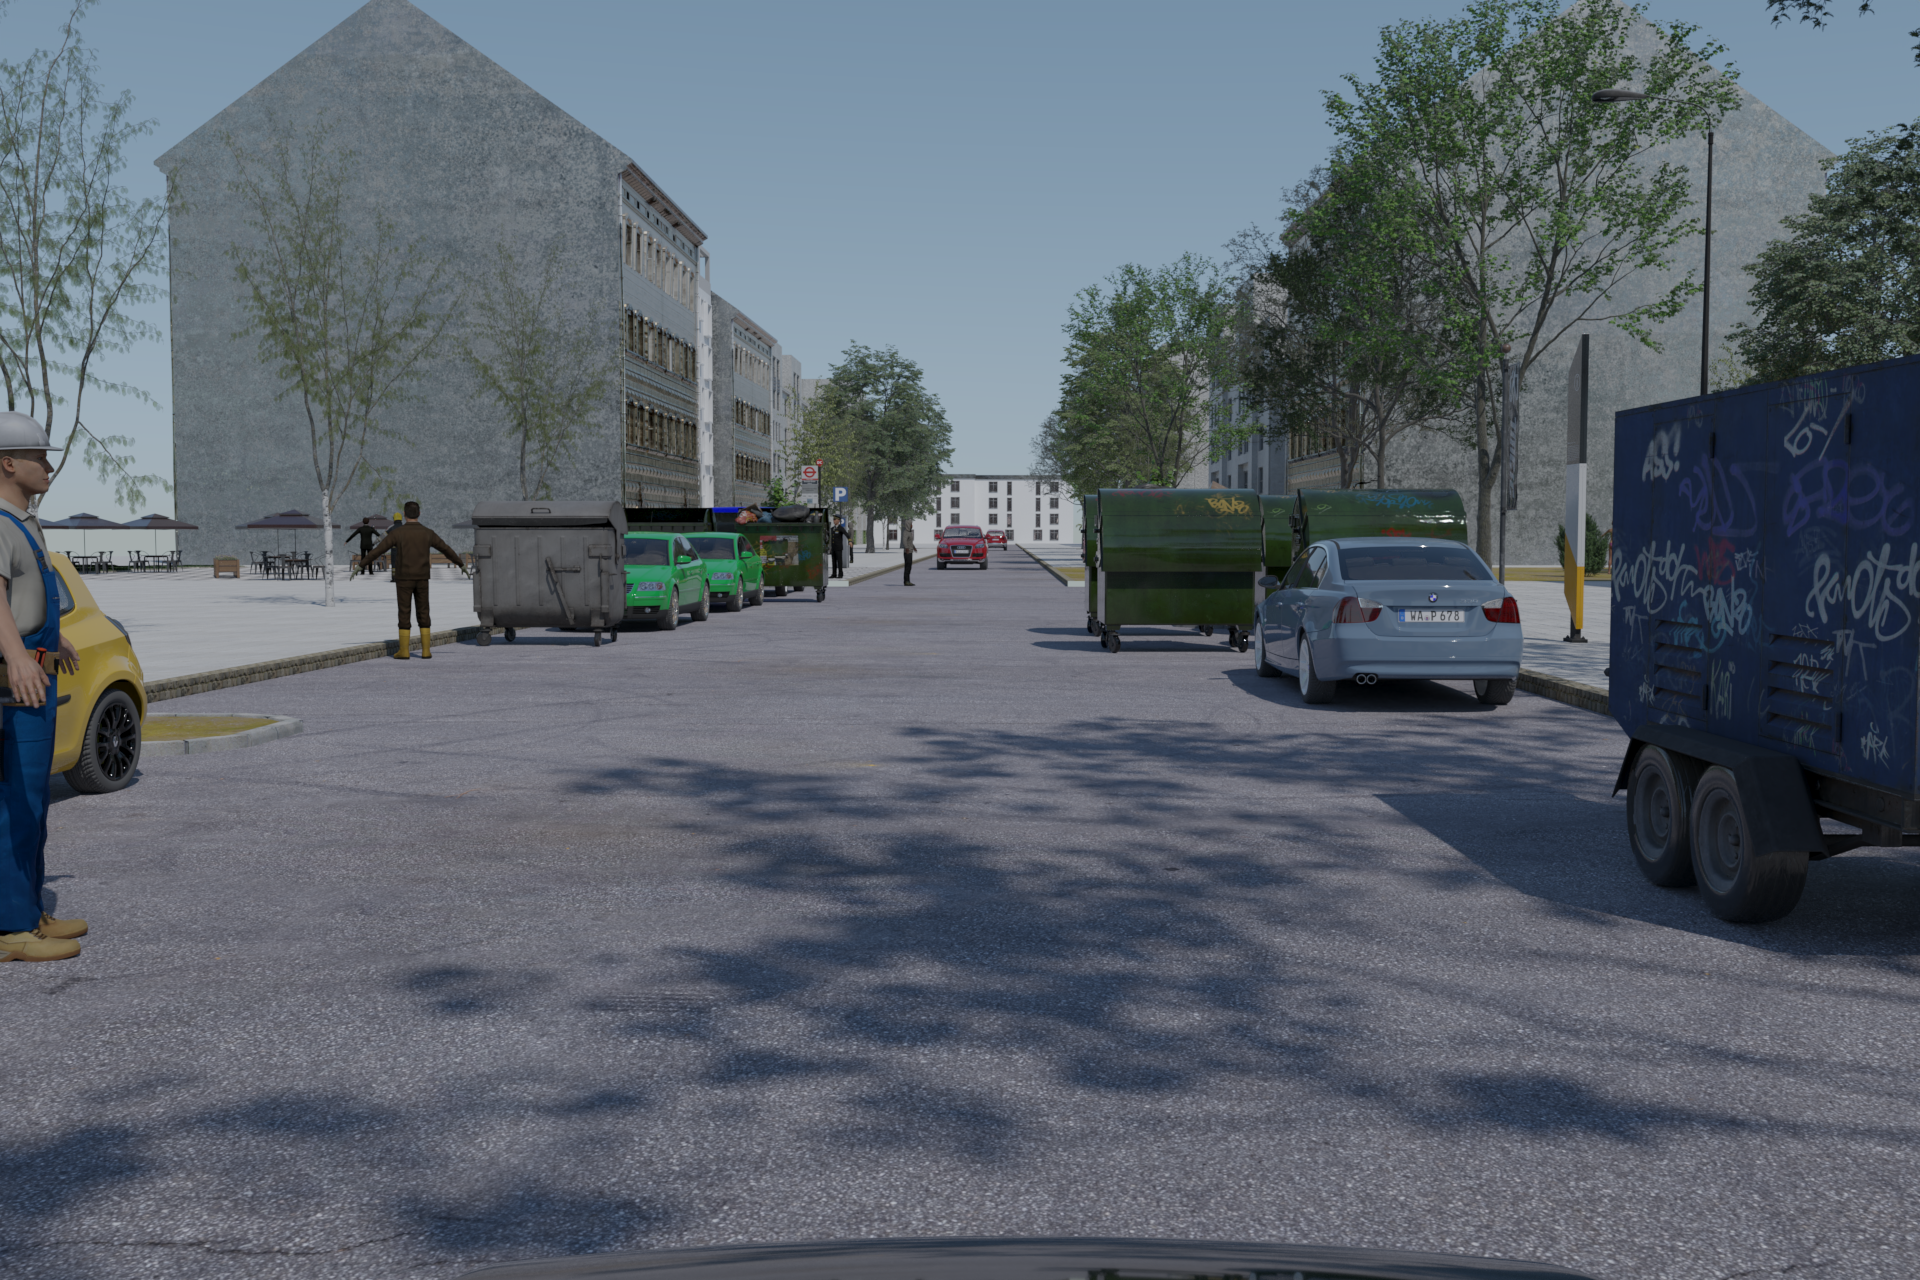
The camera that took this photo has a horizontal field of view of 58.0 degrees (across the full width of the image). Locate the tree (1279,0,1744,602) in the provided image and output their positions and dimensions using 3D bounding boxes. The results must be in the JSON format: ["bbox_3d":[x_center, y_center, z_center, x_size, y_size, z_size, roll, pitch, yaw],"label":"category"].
[{"bbox_3d":[10.084,-6.529,32.506,9.928,11.665,9.643,0,3,0],"label":"tree"}]

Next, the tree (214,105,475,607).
[{"bbox_3d":[-11.287,-4.901,30.497,4.360,8.622,3.978,0,3,0],"label":"tree"}]

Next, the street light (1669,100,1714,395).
[{"bbox_3d":[8.374,-2.792,18.198,1.470,5.913,1.316,0,4,1],"label":"street light"}]

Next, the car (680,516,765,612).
[{"bbox_3d":[-4.872,-1.498,33.295,1.959,1.807,4.718,0,4,1],"label":"car"}]

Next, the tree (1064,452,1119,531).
[{"bbox_3d":[9.729,-10.585,123.420,4.737,8.622,4.395,0,3,0],"label":"tree"}]

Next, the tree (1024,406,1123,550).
[{"bbox_3d":[10.384,-14.292,144.038,12.009,13.543,11.850,0,3,0],"label":"tree"}]

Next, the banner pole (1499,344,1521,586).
[{"bbox_3d":[7.171,-1.995,22.644,0.401,3.779,0.863,0,4,2],"label":"banner pole"}]

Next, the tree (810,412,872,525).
[{"bbox_3d":[-6.667,-9.319,102.732,4.360,8.622,3.978,0,3,0],"label":"tree"}]

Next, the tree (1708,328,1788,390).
[{"bbox_3d":[28.820,-6.882,62.878,4.737,8.622,4.395,0,3,0],"label":"tree"}]

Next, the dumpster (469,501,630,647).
[{"bbox_3d":[-5.311,-0.873,22.493,1.865,1.857,1.264,0,4,1],"label":"dumpster"}]

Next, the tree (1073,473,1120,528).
[{"bbox_3d":[10.228,-11.219,133.794,4.737,8.622,4.395,0,3,0],"label":"tree"}]

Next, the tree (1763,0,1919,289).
[{"bbox_3d":[10.067,-4.766,12.332,8.767,10.594,7.601,0,4,-3],"label":"tree"}]

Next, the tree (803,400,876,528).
[{"bbox_3d":[-5.997,-8.811,94.421,4.360,8.622,3.978,0,3,0],"label":"tree"}]

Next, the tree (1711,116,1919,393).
[{"bbox_3d":[27.864,-8.913,52.389,9.857,13.997,8.962,0,3,0],"label":"tree"}]

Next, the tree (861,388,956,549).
[{"bbox_3d":[-5.042,-14.931,150.771,9.857,13.997,8.962,0,3,0],"label":"tree"}]

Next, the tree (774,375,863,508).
[{"bbox_3d":[-6.836,-8.004,81.224,4.737,8.622,4.395,0,3,0],"label":"tree"}]

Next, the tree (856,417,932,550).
[{"bbox_3d":[-5.941,-12.487,138.567,8.767,10.594,7.601,1,4,15],"label":"tree"}]

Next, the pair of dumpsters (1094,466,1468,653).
[{"bbox_3d":[3.863,-1.001,21.311,4.436,2.255,1.574,0,4,0],"label":"pair of dumpsters"}]

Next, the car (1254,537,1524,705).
[{"bbox_3d":[3.807,-0.236,15.867,2.014,1.417,4.499,0,4,2],"label":"car"}]

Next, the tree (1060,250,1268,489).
[{"bbox_3d":[7.800,-8.509,64.885,9.928,11.665,9.643,0,3,0],"label":"tree"}]

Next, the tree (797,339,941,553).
[{"bbox_3d":[-5.865,-12.725,114.716,9.857,13.997,8.962,0,3,0],"label":"tree"}]

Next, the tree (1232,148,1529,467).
[{"bbox_3d":[10.146,-6.601,42.334,7.601,10.594,8.767,1,4,13],"label":"tree"}]

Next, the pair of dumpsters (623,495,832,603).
[{"bbox_3d":[-4.962,-1.935,36.594,4.436,2.255,1.574,0,4,2],"label":"pair of dumpsters"}]

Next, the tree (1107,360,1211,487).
[{"bbox_3d":[7.802,-7.503,73.029,4.360,8.622,3.978,0,3,0],"label":"tree"}]

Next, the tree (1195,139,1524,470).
[{"bbox_3d":[11.941,-8.735,53.180,12.009,13.543,11.850,0,3,0],"label":"tree"}]

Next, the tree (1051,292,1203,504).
[{"bbox_3d":[7.760,-9.974,81.208,7.486,12.596,7.792,0,3,0],"label":"tree"}]

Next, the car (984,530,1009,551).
[{"bbox_3d":[3.074,-8.652,150.129,2.281,1.827,5.304,0,4,1],"label":"car"}]

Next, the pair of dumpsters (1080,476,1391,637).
[{"bbox_3d":[3.930,-1.202,24.603,4.436,2.255,1.574,0,4,1],"label":"pair of dumpsters"}]

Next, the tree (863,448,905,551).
[{"bbox_3d":[-5.853,-11.081,131.543,4.360,8.622,3.978,0,3,0],"label":"tree"}]

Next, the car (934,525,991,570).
[{"bbox_3d":[0.120,-3.799,70.791,2.281,1.827,5.304,0,4,1],"label":"car"}]

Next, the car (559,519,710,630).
[{"bbox_3d":[-5.077,-1.123,27.156,1.959,1.807,4.718,0,4,1],"label":"car"}]

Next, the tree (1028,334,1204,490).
[{"bbox_3d":[9.241,-11.696,101.604,12.009,13.543,11.850,0,3,0],"label":"tree"}]

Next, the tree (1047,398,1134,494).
[{"bbox_3d":[9.327,-11.553,114.646,9.928,11.665,9.643,0,3,0],"label":"tree"}]

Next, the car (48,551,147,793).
[{"bbox_3d":[-5.551,0.121,8.244,2.015,1.641,3.980,0,4,1],"label":"car"}]
